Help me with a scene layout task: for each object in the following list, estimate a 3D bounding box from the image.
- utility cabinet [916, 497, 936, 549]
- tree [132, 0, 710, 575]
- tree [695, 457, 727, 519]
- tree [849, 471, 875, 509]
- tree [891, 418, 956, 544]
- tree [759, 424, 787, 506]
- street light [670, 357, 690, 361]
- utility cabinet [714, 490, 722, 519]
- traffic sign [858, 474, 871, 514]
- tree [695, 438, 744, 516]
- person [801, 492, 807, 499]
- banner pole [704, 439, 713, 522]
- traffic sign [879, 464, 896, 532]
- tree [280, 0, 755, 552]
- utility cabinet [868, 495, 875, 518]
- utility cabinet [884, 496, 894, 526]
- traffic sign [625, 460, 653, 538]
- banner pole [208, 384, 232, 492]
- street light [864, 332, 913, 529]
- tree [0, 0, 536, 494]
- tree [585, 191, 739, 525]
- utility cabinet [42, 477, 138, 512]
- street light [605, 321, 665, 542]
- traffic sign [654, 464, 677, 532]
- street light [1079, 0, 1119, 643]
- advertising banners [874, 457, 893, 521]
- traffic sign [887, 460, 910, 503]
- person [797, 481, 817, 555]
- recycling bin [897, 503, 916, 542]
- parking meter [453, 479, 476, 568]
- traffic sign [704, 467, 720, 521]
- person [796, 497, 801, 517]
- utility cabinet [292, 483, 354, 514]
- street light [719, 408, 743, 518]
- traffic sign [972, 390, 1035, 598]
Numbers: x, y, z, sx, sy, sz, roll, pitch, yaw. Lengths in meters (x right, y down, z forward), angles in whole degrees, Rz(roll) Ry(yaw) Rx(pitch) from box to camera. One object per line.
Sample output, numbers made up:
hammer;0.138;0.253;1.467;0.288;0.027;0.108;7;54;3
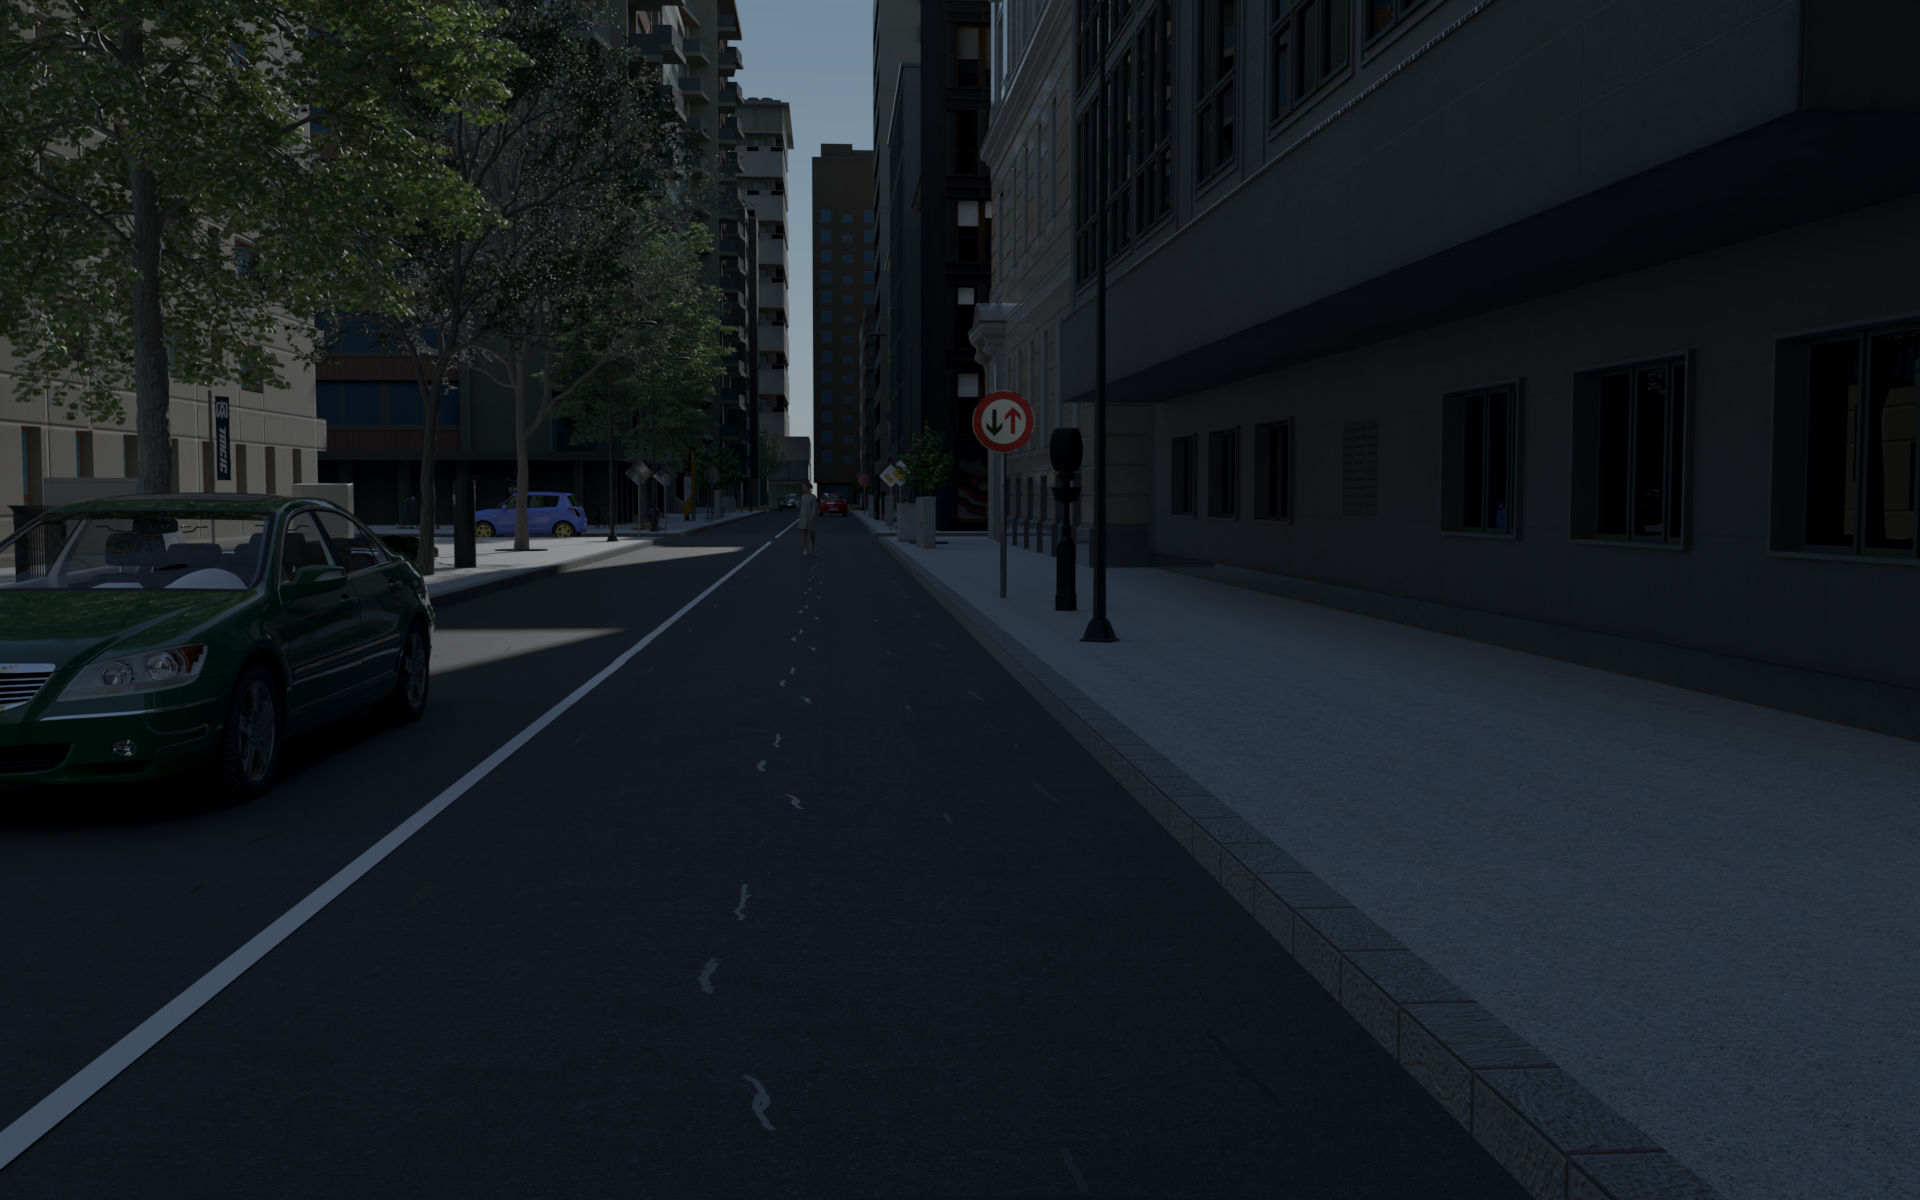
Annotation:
utility cabinet;-0.816;-1.826;41.019;0.306;1.237;1.020;-1;4;-12
tree;-8.381;-5.652;26.830;8.767;10.594;7.601;-1;4;-21
tree;-12.921;-5.882;90.764;1.663;3.219;1.824;0;3;0
tree;-8.491;-9.397;148.244;1.663;3.219;1.824;0;3;0
tree;-0.945;-3.059;44.608;1.663;3.219;1.824;0;3;0
tree;-19.887;-14.106;180.992;4.737;8.622;4.395;0;3;0
street light;-9.850;-5.274;58.778;1.470;5.913;1.316;0;4;-4
utility cabinet;-12.338;-4.863;88.185;0.318;1.500;1.173;0;4;-3
traffic sign;-6.059;-6.717;109.926;0.768;2.556;0.104;0;4;-4
tree;-14.377;-7.236;102.017;4.285;4.588;4.351;0;3;0
person;-14.827;-9.714;167.847;1.217;1.766;0.721;0;4;-1
banner pole;-11.593;-5.484;79.673;0.401;3.779;0.863;0;4;-5
traffic sign;-2.341;-3.360;58.581;0.795;2.450;0.064;0;4;-4
tree;-9.735;-7.847;38.664;12.009;13.543;11.850;0;3;0
utility cabinet;-4.745;-5.026;93.344;0.306;1.237;1.020;0;4;3
utility cabinet;-2.847;-3.563;69.422;0.306;1.237;1.020;0;4;-7
traffic sign;-9.272;-2.840;50.080;0.795;2.450;0.064;0;4;-4
banner pole;-16.618;-2.986;38.830;0.401;3.779;0.863;1;4;17
street light;-1.948;-4.733;49.931;1.470;5.913;1.316;0;4;-4
tree;-8.218;-6.067;17.328;7.486;12.596;7.792;0;3;0
tree;-12.091;-8.983;64.992;7.486;12.596;7.792;0;3;0
utility cabinet;-11.734;-0.904;23.455;1.173;1.500;0.318;-2;4;-30
street light;-8.835;-4.528;46.572;1.470;5.913;1.316;0;4;-4
traffic sign;-9.866;-3.327;58.043;0.795;2.450;0.064;0;4;-4
street light;0.677;-2.591;14.900;1.470;5.913;1.316;0;4;-4
advertising banners;-3.691;-5.345;83.579;0.090;3.025;2.074;-2;4;-27
traffic sign;-1.747;-2.873;50.618;0.795;2.450;0.064;0;4;-4
person;-3.624;-1.953;41.178;0.466;1.731;0.760;0;4;-1
recycling bin;-1.338;-2.099;46.876;0.722;1.027;0.722;0;4;-5
parking meter;-8.636;-1.332;30.192;0.372;1.533;0.369;0;3;0
traffic sign;-11.733;-4.998;81.829;0.768;2.556;0.104;0;4;3
person;-10.075;-5.798;107.989;0.352;1.250;0.332;-1;4;-12
utility cabinet;-13.222;-1.668;35.957;1.173;1.500;0.318;0;4;3
street light;-12.419;-7.408;93.668;1.470;5.913;1.316;0;4;-4
traffic sign;0.538;-1.299;21.348;0.768;2.556;0.104;0;4;3
